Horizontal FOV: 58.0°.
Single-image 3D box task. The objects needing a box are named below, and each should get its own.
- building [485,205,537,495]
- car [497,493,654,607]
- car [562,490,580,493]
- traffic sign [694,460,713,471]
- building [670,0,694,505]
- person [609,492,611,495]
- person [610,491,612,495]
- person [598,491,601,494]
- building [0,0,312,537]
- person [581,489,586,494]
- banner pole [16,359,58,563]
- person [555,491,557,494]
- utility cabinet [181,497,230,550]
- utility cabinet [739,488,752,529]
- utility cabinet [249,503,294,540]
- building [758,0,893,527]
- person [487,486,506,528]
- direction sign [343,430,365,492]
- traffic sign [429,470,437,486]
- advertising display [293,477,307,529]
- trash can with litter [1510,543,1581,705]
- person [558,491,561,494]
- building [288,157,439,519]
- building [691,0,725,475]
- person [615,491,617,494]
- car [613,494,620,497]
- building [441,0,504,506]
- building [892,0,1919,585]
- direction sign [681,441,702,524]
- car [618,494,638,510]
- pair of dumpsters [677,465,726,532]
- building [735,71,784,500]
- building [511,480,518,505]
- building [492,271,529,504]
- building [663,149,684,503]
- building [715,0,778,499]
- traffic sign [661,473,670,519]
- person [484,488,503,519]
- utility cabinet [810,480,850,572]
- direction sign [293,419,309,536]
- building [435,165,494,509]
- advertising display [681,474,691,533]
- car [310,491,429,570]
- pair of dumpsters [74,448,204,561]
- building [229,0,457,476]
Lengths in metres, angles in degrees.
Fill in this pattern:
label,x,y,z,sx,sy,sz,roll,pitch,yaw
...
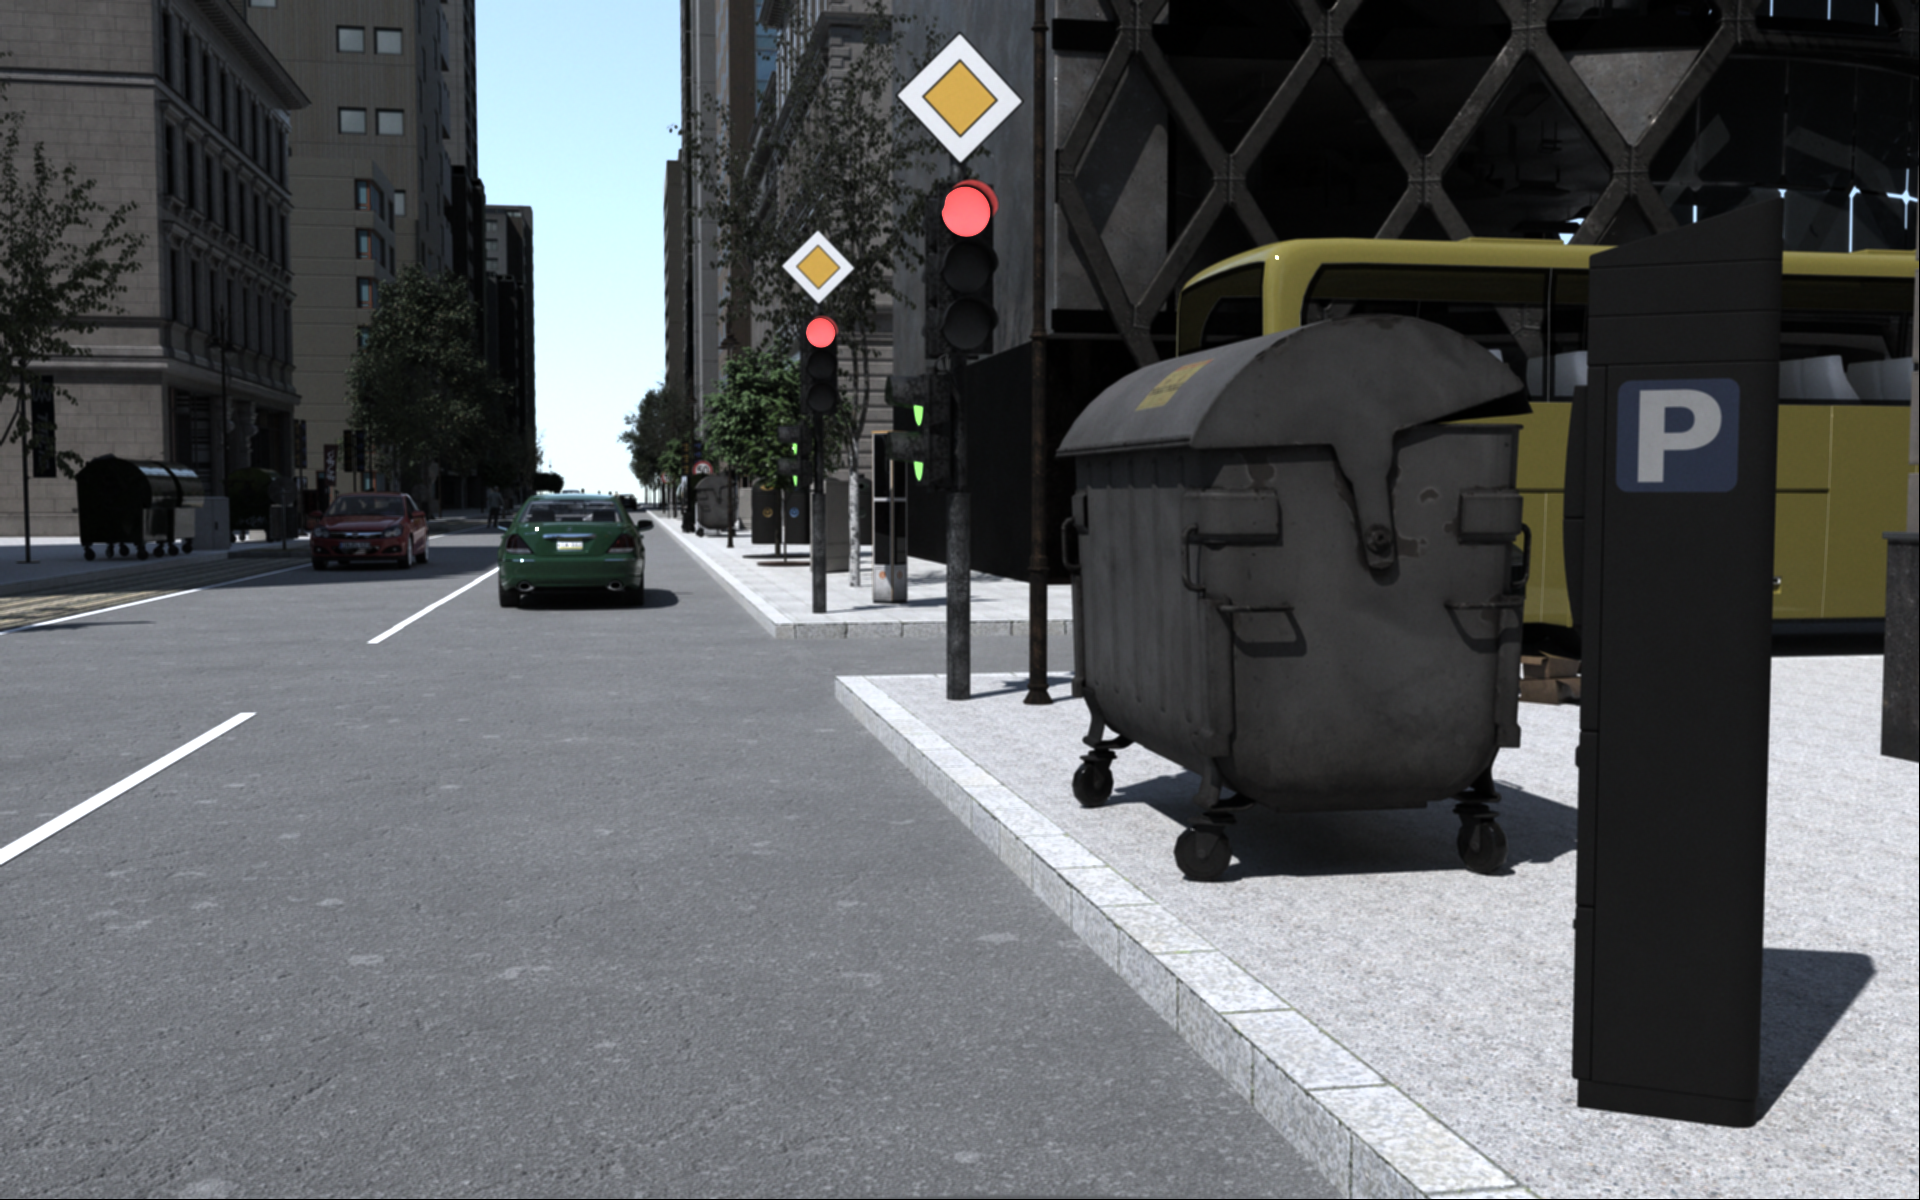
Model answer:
label,x,y,z,sx,sy,sz,roll,pitch,yaw
building,-65.888,-33.890,237.702,14.154,41.232,14.086,-1,4,-11
car,-5.225,-0.716,23.502,2.131,1.459,4.920,-1,4,-11
car,-34.403,-8.839,153.188,2.281,1.827,5.304,-1,4,-12
traffic sign,-9.702,-3.996,65.440,0.768,2.556,0.104,0,4,-2
building,-26.717,-47.759,219.106,20.563,71.187,20.611,-1,4,-11
person,-39.854,-11.521,197.659,1.217,1.735,0.721,3,5,44
person,-49.161,-14.378,243.657,0.705,1.814,1.350,0,4,4
person,-40.755,-11.436,195.482,1.348,1.823,0.705,3,5,40
building,-28.565,-12.316,52.276,10.553,20.767,40.483,-1,4,-11
person,-25.819,-6.736,118.648,1.348,1.822,0.705,0,3,0
banner pole,-17.157,-2.578,32.171,0.863,3.779,0.401,1,4,8
person,-43.040,-10.736,184.713,0.721,1.739,1.217,3,5,45
utility cabinet,-17.313,-1.748,39.743,0.306,1.237,1.020,3,5,42
utility cabinet,-7.322,-3.266,62.075,1.173,1.500,0.318,1,4,14
utility cabinet,-19.037,-2.397,47.866,1.173,1.500,0.318,1,4,9
building,-0.763,-14.183,60.763,11.050,23.489,19.941,-1,4,-11
person,-19.578,-3.929,73.222,0.782,1.767,0.515,0,4,6
direction sign,-21.396,-4.234,61.225,0.876,3.537,0.379,1,4,21
traffic sign,-27.719,-5.525,90.438,0.768,2.556,0.104,0,4,-2
advertising display,-24.468,-3.613,64.290,0.123,1.923,0.974,0,4,2
trash can with litter,3.514,0.027,10.945,0.624,1.170,1.055,-3,5,-44
person,-27.703,-6.726,119.938,0.415,1.643,0.593,0,4,-2
building,-46.569,-15.675,101.326,27.650,21.520,28.899,-1,4,-11
building,-9.237,-35.844,128.045,21.231,58.520,28.212,-1,4,-11
person,-47.029,-13.969,236.980,0.705,1.812,1.348,-1,4,-10
car,-37.112,-10.885,188.196,2.015,1.641,3.980,-1,4,-11
building,-59.112,-45.447,181.312,20.563,71.187,20.611,-1,4,-11
building,8.334,-9.971,30.480,16.811,18.784,16.820,-1,4,-11
direction sign,-11.374,-4.980,73.421,0.876,3.537,0.379,-2,4,-24
car,-29.749,-8.850,154.481,2.009,1.686,4.222,-1,4,-13
pair of dumpsters,-8.997,-3.535,60.293,1.574,2.255,4.437,-1,4,-11
building,-3.279,-14.733,82.687,13.314,21.916,24.055,-1,4,-11
building,-69.229,-31.286,203.407,32.217,40.220,23.993,-1,4,-11
building,-63.623,-27.672,224.137,14.160,30.474,14.107,-1,4,-11
building,-29.974,-37.732,240.623,21.300,48.544,21.600,-1,4,-11
building,-7.647,-27.919,106.580,14.600,45.320,14.200,-1,4,-11
traffic sign,-15.258,-5.544,90.756,0.768,2.556,0.104,0,4,-6
person,-26.811,-5.585,99.816,0.705,1.824,1.348,3,5,39
utility cabinet,-2.090,-1.216,28.568,0.318,1.500,1.173,1,4,22
direction sign,-20.051,-3.712,52.693,0.379,3.537,0.876,0,4,1
building,-48.843,-23.181,150.708,14.160,30.474,14.107,-1,4,-11
advertising display,-9.087,-3.193,57.424,0.123,1.923,0.974,-1,4,-21
car,-11.650,-1.546,34.312,2.155,1.783,4.494,-1,4,-11
pair of dumpsters,-16.725,-2.007,35.316,1.574,2.255,4.437,-1,4,-11
building,-52.527,-32.945,127.889,28.713,52.752,27.495,-1,4,-11
